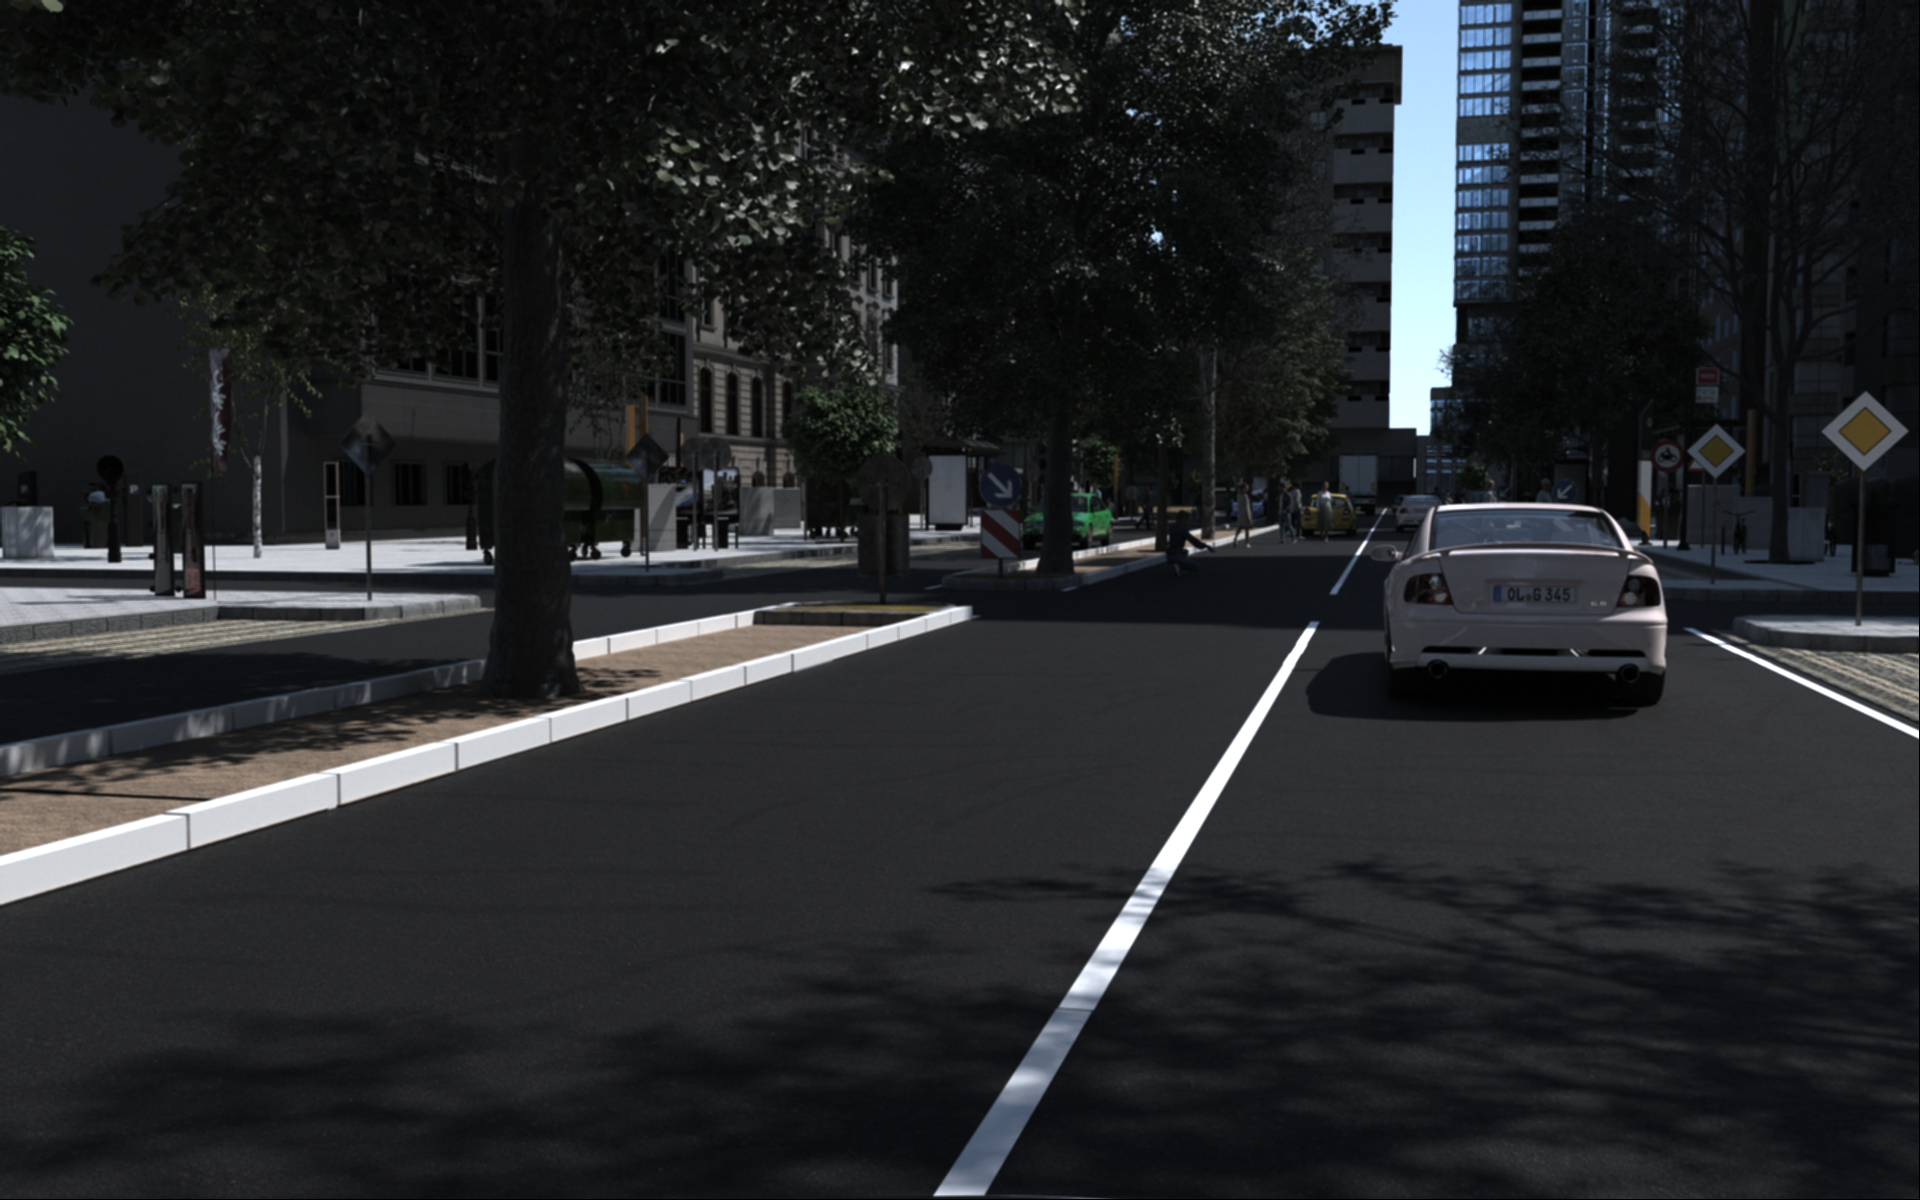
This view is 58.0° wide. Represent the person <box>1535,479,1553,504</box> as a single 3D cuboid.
[{"bbox_3d":[12.696,-1.762,37.802,0.515,1.767,0.782,3,4,39],"label":"person"}]

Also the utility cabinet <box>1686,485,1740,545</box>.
[{"bbox_3d":[18.601,-2.086,42.782,1.173,1.500,0.318,1,4,22],"label":"utility cabinet"}]

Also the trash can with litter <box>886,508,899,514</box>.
[{"bbox_3d":[-2.437,-2.630,54.384,1.055,1.170,0.624,1,4,15],"label":"trash can with litter"}]

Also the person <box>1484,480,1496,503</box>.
[{"bbox_3d":[13.077,-2.083,42.915,0.624,1.780,0.694,1,4,16],"label":"person"}]

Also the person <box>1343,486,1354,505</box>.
[{"bbox_3d":[19.946,-4.948,89.268,0.638,1.841,0.748,3,5,43],"label":"person"}]

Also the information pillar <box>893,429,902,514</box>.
[{"bbox_3d":[-2.239,-4.335,62.227,0.183,3.616,0.504,3,4,38],"label":"information pillar"}]

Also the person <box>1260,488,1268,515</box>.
[{"bbox_3d":[20.599,-6.613,116.614,1.348,1.826,0.705,1,4,12],"label":"person"}]

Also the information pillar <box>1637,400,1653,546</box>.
[{"bbox_3d":[17.053,-3.166,43.112,0.504,3.616,0.183,-3,4,-36],"label":"information pillar"}]

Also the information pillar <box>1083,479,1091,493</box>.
[{"bbox_3d":[6.330,-5.009,86.387,0.304,2.012,0.304,-1,4,-10],"label":"information pillar"}]

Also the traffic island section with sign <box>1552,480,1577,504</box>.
[{"bbox_3d":[16.728,-2.437,48.476,1.989,1.847,2.006,1,4,14],"label":"traffic island section with sign"}]

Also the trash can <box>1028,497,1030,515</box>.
[{"bbox_3d":[3.806,-5.070,94.544,0.748,1.137,0.748,0,3,0],"label":"trash can"}]

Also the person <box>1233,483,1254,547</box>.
[{"bbox_3d":[7.579,-2.268,46.338,0.466,1.731,0.760,2,4,33],"label":"person"}]

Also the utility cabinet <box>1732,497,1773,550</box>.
[{"bbox_3d":[18.475,-1.771,40.110,1.020,1.237,0.306,1,4,16],"label":"utility cabinet"}]

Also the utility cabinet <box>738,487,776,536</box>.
[{"bbox_3d":[-6.250,-2.708,52.962,0.318,1.500,1.173,3,5,44],"label":"utility cabinet"}]

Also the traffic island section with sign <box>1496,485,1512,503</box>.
[{"bbox_3d":[23.288,-4.036,74.624,1.989,1.847,2.006,1,4,14],"label":"traffic island section with sign"}]

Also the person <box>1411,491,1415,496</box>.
[{"bbox_3d":[40.774,-8.997,156.310,1.217,1.735,0.721,-3,5,-40],"label":"person"}]

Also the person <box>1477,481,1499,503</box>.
[{"bbox_3d":[14.411,-2.353,47.308,0.601,1.785,0.444,2,4,24],"label":"person"}]

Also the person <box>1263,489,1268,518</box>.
[{"bbox_3d":[18.440,-5.831,104.779,0.436,1.711,0.756,2,4,32],"label":"person"}]

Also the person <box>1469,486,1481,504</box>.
[{"bbox_3d":[23.683,-4.335,79.392,0.660,1.820,0.620,-1,4,-15],"label":"person"}]

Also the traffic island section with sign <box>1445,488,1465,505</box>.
[{"bbox_3d":[35.667,-7.050,123.901,1.989,1.847,2.006,1,4,14],"label":"traffic island section with sign"}]

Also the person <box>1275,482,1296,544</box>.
[{"bbox_3d":[9.407,-2.532,50.250,0.721,1.781,0.623,-3,5,-41],"label":"person"}]

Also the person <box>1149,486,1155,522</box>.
[{"bbox_3d":[8.875,-4.454,81.527,0.583,1.804,0.606,1,4,11],"label":"person"}]

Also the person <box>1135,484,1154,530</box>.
[{"bbox_3d":[7.400,-3.719,69.209,0.836,1.842,0.656,-1,4,-15],"label":"person"}]

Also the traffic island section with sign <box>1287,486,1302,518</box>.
[{"bbox_3d":[19.067,-5.597,99.645,2.006,1.907,1.989,1,4,14],"label":"traffic island section with sign"}]

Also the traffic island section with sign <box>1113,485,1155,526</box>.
[{"bbox_3d":[7.839,-4.307,79.051,1.989,1.847,2.006,1,4,14],"label":"traffic island section with sign"}]

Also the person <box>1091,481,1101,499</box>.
[{"bbox_3d":[4.294,-2.812,54.338,0.748,1.841,0.638,0,4,-8],"label":"person"}]

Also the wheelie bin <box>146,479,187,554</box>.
[{"bbox_3d":[-17.062,-1.808,37.461,0.980,1.594,0.693,-1,4,-9],"label":"wheelie bin"}]

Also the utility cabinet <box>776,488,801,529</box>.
[{"bbox_3d":[-6.404,-3.330,63.123,1.173,1.500,0.318,-1,4,-15],"label":"utility cabinet"}]

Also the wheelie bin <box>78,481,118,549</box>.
[{"bbox_3d":[-20.297,-2.011,40.790,0.980,1.594,0.693,2,4,35],"label":"wheelie bin"}]

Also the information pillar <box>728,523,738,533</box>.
[{"bbox_3d":[-7.510,-3.231,57.317,0.304,2.012,0.304,1,4,8],"label":"information pillar"}]

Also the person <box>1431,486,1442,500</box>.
[{"bbox_3d":[23.790,-4.782,86.677,0.713,1.824,0.794,-2,4,-25],"label":"person"}]

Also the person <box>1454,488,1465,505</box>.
[{"bbox_3d":[28.712,-5.529,99.354,0.683,1.767,0.568,-1,4,-21],"label":"person"}]

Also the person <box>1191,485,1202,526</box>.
[{"bbox_3d":[10.801,-4.266,78.227,0.794,1.824,0.713,0,4,-6],"label":"person"}]

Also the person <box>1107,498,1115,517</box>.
[{"bbox_3d":[6.678,-3.890,76.787,0.352,1.250,0.332,0,4,1],"label":"person"}]

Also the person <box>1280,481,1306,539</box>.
[{"bbox_3d":[10.589,-2.853,55.000,0.795,1.843,0.661,-1,4,-10],"label":"person"}]

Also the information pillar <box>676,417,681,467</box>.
[{"bbox_3d":[-8.588,-3.760,52.826,0.183,3.616,0.504,-1,4,-17],"label":"information pillar"}]

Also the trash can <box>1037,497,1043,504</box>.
[{"bbox_3d":[3.810,-4.028,77.516,0.748,1.137,0.748,0,3,0],"label":"trash can"}]

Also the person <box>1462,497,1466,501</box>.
[{"bbox_3d":[50.289,-9.903,173.672,1.065,1.426,0.557,-2,4,-31],"label":"person"}]

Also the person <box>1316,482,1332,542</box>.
[{"bbox_3d":[10.859,-2.628,51.690,0.478,1.798,0.641,1,4,9],"label":"person"}]

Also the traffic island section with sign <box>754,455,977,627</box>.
[{"bbox_3d":[-1.047,-0.700,19.578,2.006,1.907,1.989,1,4,14],"label":"traffic island section with sign"}]

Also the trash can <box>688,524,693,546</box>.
[{"bbox_3d":[-6.909,-1.924,43.105,0.748,1.137,0.748,0,3,0],"label":"trash can"}]

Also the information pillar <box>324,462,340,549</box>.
[{"bbox_3d":[-14.590,-2.187,40.244,0.304,2.012,0.304,-1,4,-14],"label":"information pillar"}]

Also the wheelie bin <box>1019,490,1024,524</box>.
[{"bbox_3d":[2.456,-4.058,74.251,0.693,1.594,0.980,-1,4,-17],"label":"wheelie bin"}]

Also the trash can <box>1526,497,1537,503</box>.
[{"bbox_3d":[26.410,-4.156,79.596,0.748,1.137,0.748,0,3,0],"label":"trash can"}]

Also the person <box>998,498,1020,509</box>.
[{"bbox_3d":[1.162,-1.977,41.659,0.563,1.720,0.643,-1,4,-15],"label":"person"}]

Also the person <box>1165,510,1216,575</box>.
[{"bbox_3d":[3.956,-1.032,30.870,0.738,1.151,1.012,-2,4,-30],"label":"person"}]

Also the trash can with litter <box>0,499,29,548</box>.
[{"bbox_3d":[-22.754,-1.839,41.453,1.055,1.170,0.624,2,4,34],"label":"trash can with litter"}]

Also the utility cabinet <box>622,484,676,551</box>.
[{"bbox_3d":[-6.926,-1.829,38.581,1.173,1.500,0.318,-2,4,-35],"label":"utility cabinet"}]

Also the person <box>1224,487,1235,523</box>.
[{"bbox_3d":[13.184,-4.678,85.237,0.529,1.795,0.600,-3,4,-36],"label":"person"}]

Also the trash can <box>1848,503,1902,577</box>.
[{"bbox_3d":[14.238,-0.937,26.978,0.748,1.137,0.748,0,3,0],"label":"trash can"}]

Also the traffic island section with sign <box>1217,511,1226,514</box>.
[{"bbox_3d":[19.941,-7.254,127.226,1.989,1.847,2.006,1,4,14],"label":"traffic island section with sign"}]

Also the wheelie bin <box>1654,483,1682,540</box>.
[{"bbox_3d":[19.802,-2.476,48.398,0.693,1.594,0.980,1,4,13],"label":"wheelie bin"}]

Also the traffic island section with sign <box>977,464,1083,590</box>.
[{"bbox_3d":[0.768,-1.139,26.760,2.006,1.907,1.989,1,4,14],"label":"traffic island section with sign"}]
